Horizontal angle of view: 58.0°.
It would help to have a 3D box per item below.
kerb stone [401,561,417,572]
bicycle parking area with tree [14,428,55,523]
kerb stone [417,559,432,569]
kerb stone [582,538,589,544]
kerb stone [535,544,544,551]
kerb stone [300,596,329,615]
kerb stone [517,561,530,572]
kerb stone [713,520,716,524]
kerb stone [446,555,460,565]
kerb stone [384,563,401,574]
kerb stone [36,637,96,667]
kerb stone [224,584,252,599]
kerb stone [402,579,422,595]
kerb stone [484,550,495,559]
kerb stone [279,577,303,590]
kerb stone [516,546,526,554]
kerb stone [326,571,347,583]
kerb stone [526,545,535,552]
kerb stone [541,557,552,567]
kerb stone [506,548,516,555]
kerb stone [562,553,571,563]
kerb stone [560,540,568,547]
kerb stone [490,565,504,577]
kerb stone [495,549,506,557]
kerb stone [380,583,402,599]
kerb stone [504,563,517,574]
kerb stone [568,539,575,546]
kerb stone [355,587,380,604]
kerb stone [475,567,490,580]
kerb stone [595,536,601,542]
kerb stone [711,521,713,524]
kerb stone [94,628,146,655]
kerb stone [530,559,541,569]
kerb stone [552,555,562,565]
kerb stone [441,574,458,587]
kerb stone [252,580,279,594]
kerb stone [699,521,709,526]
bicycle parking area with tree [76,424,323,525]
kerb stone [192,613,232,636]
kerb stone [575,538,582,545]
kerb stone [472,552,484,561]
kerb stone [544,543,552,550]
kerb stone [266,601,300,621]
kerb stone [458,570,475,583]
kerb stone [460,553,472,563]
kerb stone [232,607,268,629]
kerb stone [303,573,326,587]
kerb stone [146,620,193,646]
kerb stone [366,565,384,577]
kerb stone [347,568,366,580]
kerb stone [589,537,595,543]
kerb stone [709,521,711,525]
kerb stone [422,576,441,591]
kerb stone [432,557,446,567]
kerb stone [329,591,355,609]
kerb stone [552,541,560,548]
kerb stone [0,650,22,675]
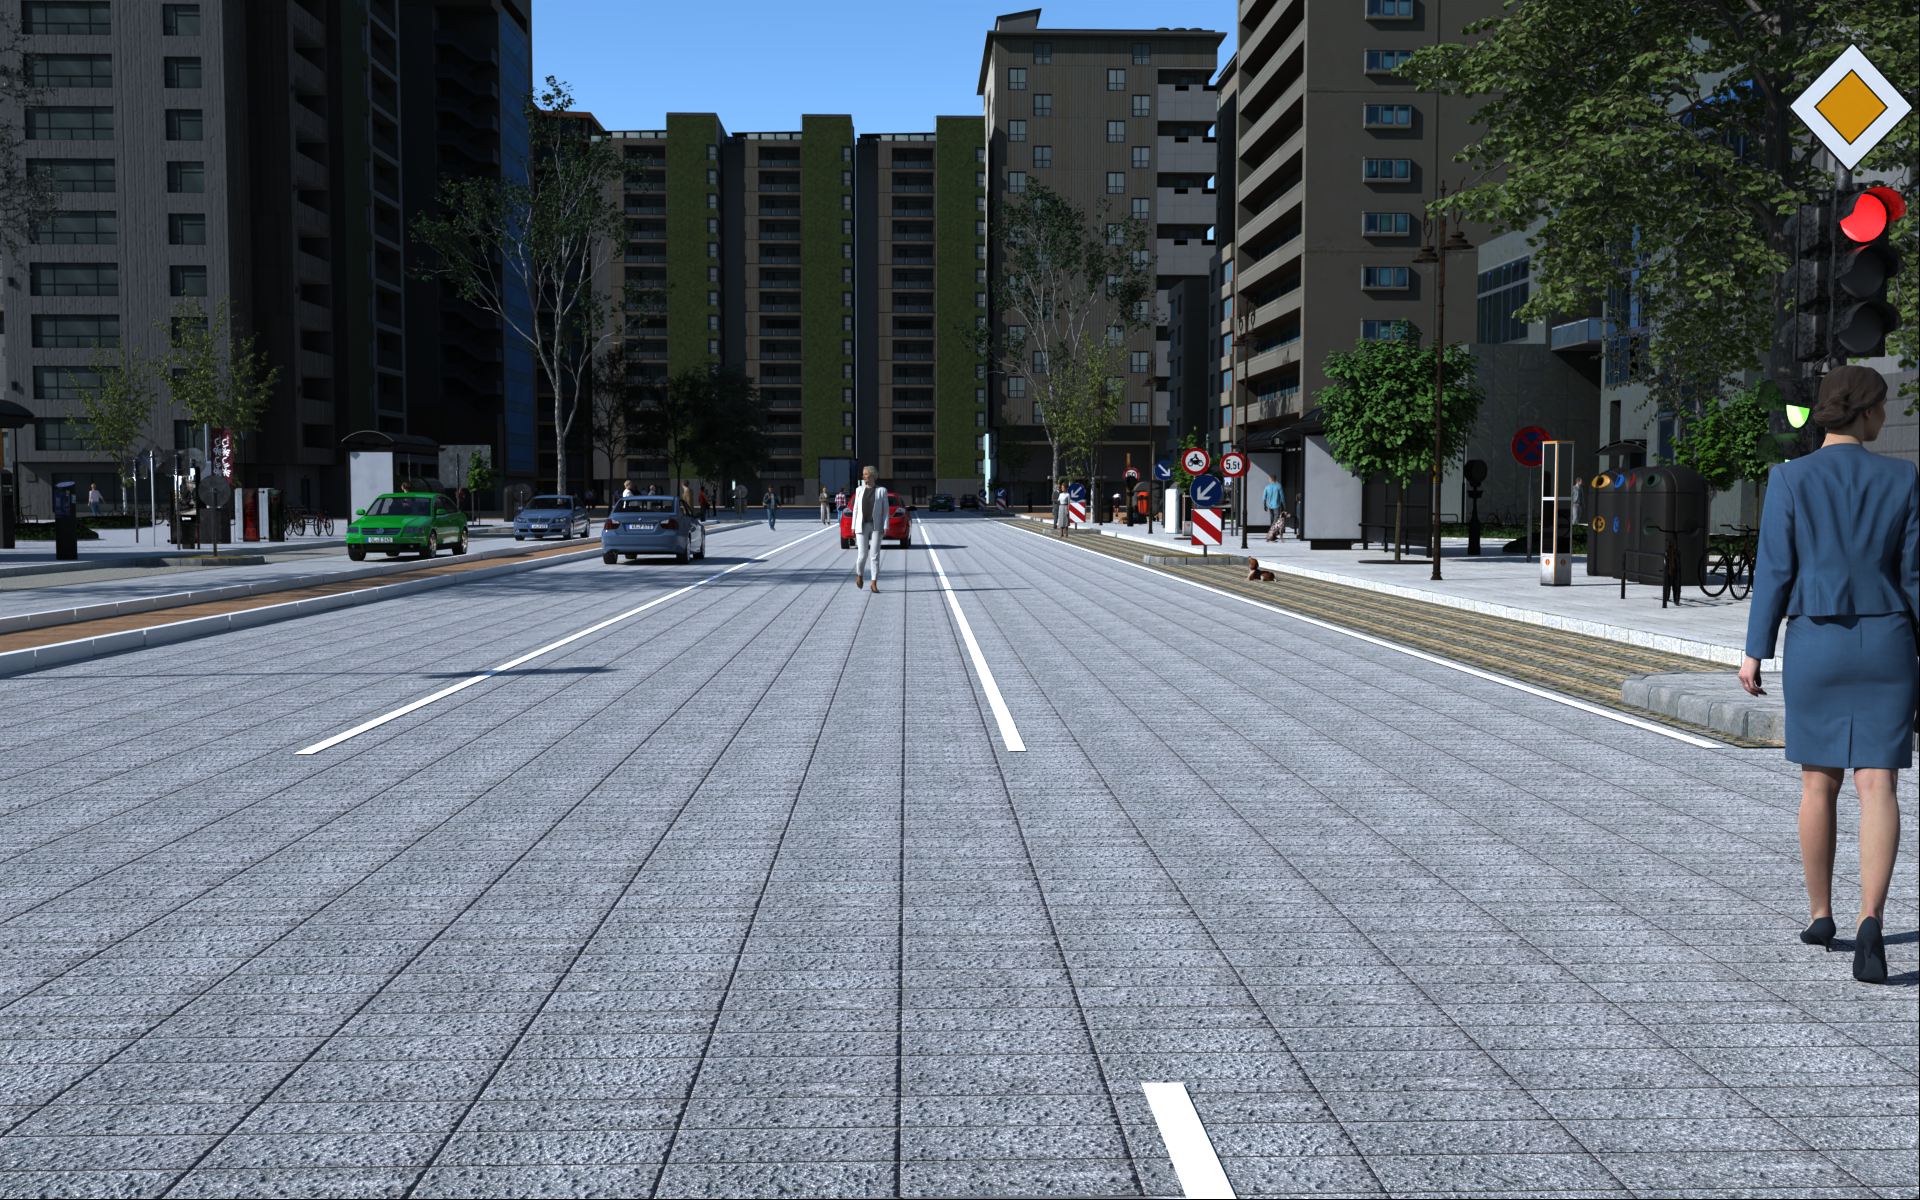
[{"bbox_3d":[-10.331,-0.609,32.156,0.120,0.150,1.000,0,4,-2],"label":"kerb stone"},{"bbox_3d":[-41.213,-4.833,66.028,9.016,4.147,8.231,1,4,15],"label":"bicycle parking area with tree"},{"bbox_3d":[-10.365,-0.672,33.178,0.120,0.150,1.000,0,4,-2],"label":"kerb stone"},{"bbox_3d":[-10.862,-1.675,49.588,0.120,0.150,1.000,0,4,-2],"label":"kerb stone"},{"bbox_3d":[-10.674,-1.299,43.431,0.120,0.150,1.000,0,4,-2],"label":"kerb stone"},{"bbox_3d":[-7.888,0.077,20.944,0.120,0.150,1.000,0,4,-2],"label":"kerb stone"},{"bbox_3d":[-8.224,-0.612,32.208,0.120,0.150,1.000,0,4,-2],"label":"kerb stone"},{"bbox_3d":[-11.845,-3.682,82.390,0.120,0.150,1.000,0,4,-2],"label":"kerb stone"},{"bbox_3d":[-10.419,-0.793,35.222,0.120,0.150,1.000,0,4,-2],"label":"kerb stone"},{"bbox_3d":[-10.294,-0.546,31.130,0.120,0.150,1.000,0,4,-2],"label":"kerb stone"},{"bbox_3d":[-7.705,0.454,14.804,0.120,0.150,1.000,0,4,-2],"label":"kerb stone"},{"bbox_3d":[-10.082,-0.108,23.966,0.120,0.150,1.000,0,4,-2],"label":"kerb stone"},{"bbox_3d":[-8.010,-0.174,25.039,0.120,0.150,1.000,0,4,-2],"label":"kerb stone"},{"bbox_3d":[-10.512,-0.986,38.310,0.120,0.150,1.000,0,4,-2],"label":"kerb stone"},{"bbox_3d":[-10.145,-0.234,26.017,0.120,0.150,1.000,0,4,-2],"label":"kerb stone"},{"bbox_3d":[-10.610,-1.171,41.380,0.120,0.150,1.000,0,4,-2],"label":"kerb stone"},{"bbox_3d":[-10.198,-0.359,28.065,0.120,0.150,1.000,0,4,-2],"label":"kerb stone"},{"bbox_3d":[-10.642,-1.236,42.410,0.120,0.150,1.000,0,4,-2],"label":"kerb stone"},{"bbox_3d":[-8.290,-0.734,34.252,0.120,0.150,1.000,0,4,-2],"label":"kerb stone"},{"bbox_3d":[-10.580,-1.111,40.357,0.120,0.150,1.000,0,4,-2],"label":"kerb stone"},{"bbox_3d":[-8.357,-0.863,36.305,0.120,0.150,1.000,0,4,-2],"label":"kerb stone"},{"bbox_3d":[-10.764,-1.487,46.513,0.120,0.150,1.000,0,4,-2],"label":"kerb stone"},{"bbox_3d":[-8.170,-0.484,30.159,0.120,0.150,1.000,0,4,-2],"label":"kerb stone"},{"bbox_3d":[-10.547,-1.048,39.332,0.120,0.150,1.000,0,4,-2],"label":"kerb stone"},{"bbox_3d":[-7.978,-0.111,24.017,0.120,0.150,1.000,0,4,-2],"label":"kerb stone"},{"bbox_3d":[-8.201,-0.550,31.182,0.120,0.150,1.000,0,4,-2],"label":"kerb stone"},{"bbox_3d":[-10.796,-1.548,47.543,0.120,0.150,1.000,0,4,-2],"label":"kerb stone"},{"bbox_3d":[-7.951,-0.048,22.988,0.120,0.150,1.000,0,4,-2],"label":"kerb stone"},{"bbox_3d":[-8.136,-0.425,29.137,0.120,0.150,1.000,0,4,-2],"label":"kerb stone"},{"bbox_3d":[-10.917,-1.801,51.637,0.120,0.150,1.000,0,4,-2],"label":"kerb stone"},{"bbox_3d":[-11.818,-3.619,81.362,0.120,0.150,1.000,0,4,-2],"label":"kerb stone"},{"bbox_3d":[-7.741,0.389,15.828,0.120,0.150,1.000,0,4,-2],"label":"kerb stone"},{"bbox_3d":[-8.258,-0.672,33.230,0.120,0.150,1.000,0,4,-2],"label":"kerb stone"},{"bbox_3d":[-8.326,-0.794,35.284,0.120,0.150,1.000,0,4,-2],"label":"kerb stone"},{"bbox_3d":[-8.084,-0.299,27.082,0.120,0.150,1.000,0,4,-2],"label":"kerb stone"},{"bbox_3d":[-10.103,-0.167,24.995,0.120,0.150,1.000,0,4,-2],"label":"kerb stone"},{"bbox_3d":[-11.745,-3.493,79.301,0.120,0.150,1.000,0,4,-2],"label":"kerb stone"},{"bbox_3d":[-31.790,-5.333,74.197,9.016,4.147,8.231,1,4,13],"label":"bicycle parking area with tree"},{"bbox_3d":[-7.799,0.264,17.872,0.120,0.150,1.000,0,4,-2],"label":"kerb stone"},{"bbox_3d":[-10.820,-1.613,48.566,0.120,0.150,1.000,0,4,-2],"label":"kerb stone"},{"bbox_3d":[-10.484,-0.922,37.275,0.120,0.150,1.000,0,4,-2],"label":"kerb stone"},{"bbox_3d":[-10.693,-1.358,44.456,0.120,0.150,1.000,0,4,-2],"label":"kerb stone"},{"bbox_3d":[-7.862,0.139,19.922,0.120,0.150,1.000,0,4,-2],"label":"kerb stone"},{"bbox_3d":[-8.106,-0.353,28.107,0.120,0.150,1.000,0,4,-2],"label":"kerb stone"},{"bbox_3d":[-10.450,-0.859,36.249,0.120,0.150,1.000,0,4,-2],"label":"kerb stone"},{"bbox_3d":[-7.824,0.202,18.901,0.120,0.150,1.000,0,4,-2],"label":"kerb stone"},{"bbox_3d":[-10.174,-0.296,27.043,0.120,0.150,1.000,0,4,-2],"label":"kerb stone"},{"bbox_3d":[-7.759,0.327,16.850,0.120,0.150,1.000,0,4,-2],"label":"kerb stone"},{"bbox_3d":[-10.270,-0.484,30.108,0.120,0.150,1.000,0,4,-2],"label":"kerb stone"},{"bbox_3d":[-10.229,-0.418,29.087,0.120,0.150,1.000,0,4,-2],"label":"kerb stone"},{"bbox_3d":[-10.878,-1.738,50.613,0.120,0.150,1.000,0,4,-2],"label":"kerb stone"},{"bbox_3d":[-11.782,-3.556,80.339,0.120,0.150,1.000,0,4,-2],"label":"kerb stone"},{"bbox_3d":[-8.045,-0.236,26.060,0.120,0.150,1.000,0,4,-2],"label":"kerb stone"},{"bbox_3d":[-10.386,-0.734,34.200,0.120,0.150,1.000,0,4,-2],"label":"kerb stone"},{"bbox_3d":[-7.923,0.015,21.966,0.120,0.150,1.000,0,4,-2],"label":"kerb stone"},{"bbox_3d":[-10.723,-1.425,45.487,0.120,0.150,1.000,0,4,-2],"label":"kerb stone"},{"bbox_3d":[-7.671,0.515,13.776,0.120,0.150,1.000,0,4,-2],"label":"kerb stone"}]
